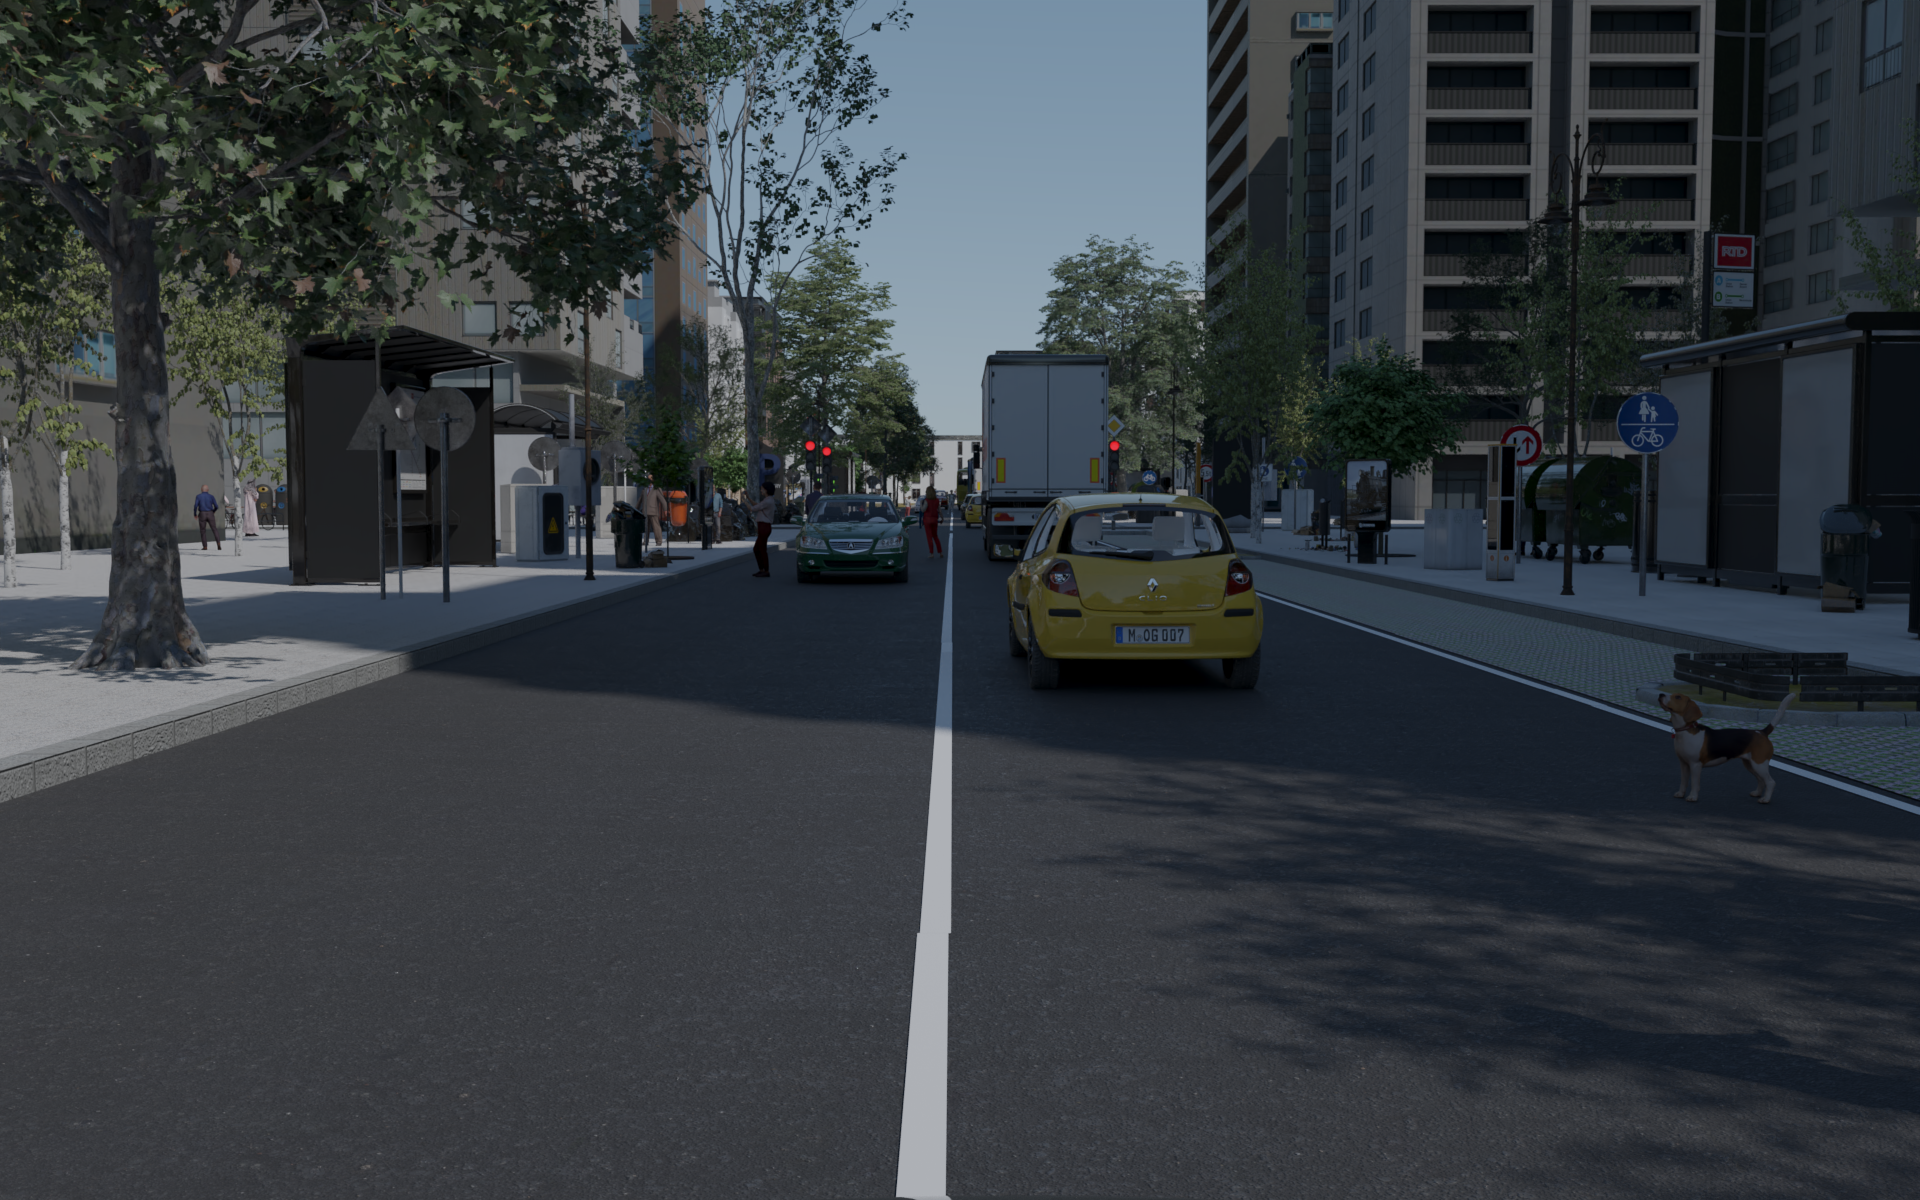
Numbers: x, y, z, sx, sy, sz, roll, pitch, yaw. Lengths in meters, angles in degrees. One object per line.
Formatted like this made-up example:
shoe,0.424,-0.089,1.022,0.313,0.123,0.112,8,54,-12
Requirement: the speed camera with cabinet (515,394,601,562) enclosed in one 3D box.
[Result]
speed camera with cabinet,-7.792,-2.404,33.644,0.660,3.252,2.038,2,4,24

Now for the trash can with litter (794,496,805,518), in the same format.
trash can with litter,-8.583,-4.945,92.246,0.624,1.170,1.055,1,4,16

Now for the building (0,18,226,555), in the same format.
building,-30.571,-25.174,35.296,21.600,48.544,21.300,0,4,0

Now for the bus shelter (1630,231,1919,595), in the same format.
bus shelter,11.195,-2.849,24.215,2.179,5.291,8.768,0,4,0

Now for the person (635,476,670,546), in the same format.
person,-7.640,-2.217,42.847,0.990,1.755,0.434,2,4,27

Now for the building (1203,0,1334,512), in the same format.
building,31.036,-31.160,133.170,21.300,48.544,21.600,0,4,0

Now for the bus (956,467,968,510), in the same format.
bus,1.101,-10.039,155.676,2.896,3.916,12.252,0,4,1

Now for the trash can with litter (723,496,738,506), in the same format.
trash can with litter,-8.150,-2.896,58.414,2.233,1.210,1.678,-2,4,-24

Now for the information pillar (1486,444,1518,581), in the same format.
information pillar,7.983,-1.288,25.543,0.304,2.012,0.304,-1,4,-19

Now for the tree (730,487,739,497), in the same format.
tree,-17.589,-8.536,134.159,1.663,3.219,1.824,0,3,0

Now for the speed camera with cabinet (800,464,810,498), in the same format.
speed camera with cabinet,-8.612,-6.712,104.071,2.038,3.252,0.660,2,4,29

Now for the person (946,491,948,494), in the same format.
person,-1.550,-11.429,196.079,0.721,1.735,1.217,1,4,17

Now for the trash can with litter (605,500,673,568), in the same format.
trash can with litter,-5.585,-1.147,30.147,1.055,1.170,0.624,-3,5,-40

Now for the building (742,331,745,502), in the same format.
building,-28.339,-18.748,162.949,16.016,20.091,11.380,0,4,0

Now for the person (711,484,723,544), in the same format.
person,-6.298,-2.212,44.424,0.499,1.552,0.429,0,4,6

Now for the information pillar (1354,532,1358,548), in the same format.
information pillar,9.540,-2.245,41.203,0.304,2.012,0.304,1,4,9

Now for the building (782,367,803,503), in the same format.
building,-28.730,-24.064,249.862,11.380,20.091,16.016,0,4,0

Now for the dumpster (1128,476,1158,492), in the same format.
dumpster,10.066,-5.681,95.378,1.502,2.255,1.985,0,4,0

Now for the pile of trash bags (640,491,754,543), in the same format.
pile of trash bags,-7.057,-2.252,46.572,1.912,1.369,3.447,1,4,11

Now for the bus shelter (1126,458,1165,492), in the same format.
bus shelter,10.399,-6.438,99.177,2.014,3.302,5.546,0,3,0

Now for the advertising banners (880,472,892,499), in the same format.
advertising banners,-5.919,-8.666,137.880,0.090,3.025,2.074,-2,4,-30

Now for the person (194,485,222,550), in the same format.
person,-17.182,-1.890,39.643,0.574,1.496,0.600,-1,4,-10

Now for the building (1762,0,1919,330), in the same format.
building,50.418,-24.802,89.105,14.086,41.232,14.154,0,4,0

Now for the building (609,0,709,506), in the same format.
building,-27.133,-29.454,131.688,14.600,45.320,14.200,0,4,0

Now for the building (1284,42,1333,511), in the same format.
building,28.581,-20.986,114.820,14.160,30.474,14.107,0,4,0

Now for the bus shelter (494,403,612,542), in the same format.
bus shelter,-9.872,-2.907,41.461,2.014,3.302,5.546,0,4,0

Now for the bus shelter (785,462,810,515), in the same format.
bus shelter,-9.911,-7.143,110.719,2.014,3.302,5.546,0,3,0

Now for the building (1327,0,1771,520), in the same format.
building,32.344,-39.992,92.119,20.611,71.187,20.563,0,4,0

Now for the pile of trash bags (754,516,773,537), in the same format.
pile of trash bags,-7.716,-2.603,52.309,3.447,1.369,1.912,2,4,25

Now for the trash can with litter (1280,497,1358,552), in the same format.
trash can with litter,8.256,-1.733,39.398,1.678,1.210,2.233,0,4,2

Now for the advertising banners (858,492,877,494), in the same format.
advertising banners,-6.232,-6.975,110.228,2.074,3.025,0.090,-2,4,-32

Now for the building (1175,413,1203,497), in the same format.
building,26.039,-13.338,160.218,9.099,9.664,28.070,0,4,0

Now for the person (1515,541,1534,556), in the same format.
person,11.785,-1.791,36.153,0.655,1.722,0.431,-2,4,-28

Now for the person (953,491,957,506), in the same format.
person,-0.564,-12.556,213.651,0.599,1.838,0.709,1,4,9

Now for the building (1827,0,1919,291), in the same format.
building,36.521,-27.089,32.141,28.713,52.752,27.495,0,4,0

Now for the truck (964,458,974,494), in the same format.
truck,1.897,-9.177,138.961,2.839,4.237,11.283,0,4,-2

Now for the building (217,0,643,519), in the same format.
building,-33.912,-31.274,100.561,28.713,52.752,27.495,0,4,0

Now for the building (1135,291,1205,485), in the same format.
building,35.219,-21.194,190.489,27.936,21.610,32.646,0,4,0

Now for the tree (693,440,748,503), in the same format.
tree,-13.394,-7.481,106.020,4.285,4.588,4.351,0,3,0

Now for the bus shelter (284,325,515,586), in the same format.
bus shelter,-8.598,-2.197,27.200,1.731,3.624,6.357,0,4,0

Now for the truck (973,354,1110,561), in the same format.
truck,1.758,-3.149,40.399,2.839,4.237,11.283,0,3,0

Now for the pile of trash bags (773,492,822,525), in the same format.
pile of trash bags,-7.326,-3.900,73.509,3.447,1.369,1.912,-2,4,-34

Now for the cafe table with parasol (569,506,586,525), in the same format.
cafe table with parasol,-15.807,-4.056,71.187,2.610,1.966,2.610,1,4,16

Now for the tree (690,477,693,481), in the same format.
tree,-16.540,-8.060,115.489,4.285,4.588,4.351,0,3,0

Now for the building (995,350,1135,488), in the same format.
building,21.378,-25.241,256.657,32.646,21.610,27.936,0,4,0

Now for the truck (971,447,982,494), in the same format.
truck,2.107,-7.311,108.452,2.839,4.237,11.283,0,4,1

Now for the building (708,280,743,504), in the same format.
building,-27.924,-17.997,150.679,16.016,20.091,11.380,0,4,0

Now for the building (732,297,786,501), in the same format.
building,-36.763,-21.356,193.149,32.646,21.610,27.936,0,4,0

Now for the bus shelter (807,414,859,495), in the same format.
bus shelter,-6.314,-6.618,85.836,2.179,5.291,8.768,0,4,0

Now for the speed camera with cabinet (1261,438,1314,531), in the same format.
speed camera with cabinet,11.323,-4.052,60.586,2.038,3.252,0.660,2,4,34

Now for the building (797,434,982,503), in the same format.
building,-8.940,-18.662,247.269,28.070,9.664,9.099,0,4,0

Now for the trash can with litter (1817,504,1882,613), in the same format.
trash can with litter,9.780,-0.469,19.053,0.624,1.170,1.055,2,4,28

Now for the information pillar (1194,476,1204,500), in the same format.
information pillar,9.968,-4.145,72.268,0.304,2.012,0.304,-2,4,-25
